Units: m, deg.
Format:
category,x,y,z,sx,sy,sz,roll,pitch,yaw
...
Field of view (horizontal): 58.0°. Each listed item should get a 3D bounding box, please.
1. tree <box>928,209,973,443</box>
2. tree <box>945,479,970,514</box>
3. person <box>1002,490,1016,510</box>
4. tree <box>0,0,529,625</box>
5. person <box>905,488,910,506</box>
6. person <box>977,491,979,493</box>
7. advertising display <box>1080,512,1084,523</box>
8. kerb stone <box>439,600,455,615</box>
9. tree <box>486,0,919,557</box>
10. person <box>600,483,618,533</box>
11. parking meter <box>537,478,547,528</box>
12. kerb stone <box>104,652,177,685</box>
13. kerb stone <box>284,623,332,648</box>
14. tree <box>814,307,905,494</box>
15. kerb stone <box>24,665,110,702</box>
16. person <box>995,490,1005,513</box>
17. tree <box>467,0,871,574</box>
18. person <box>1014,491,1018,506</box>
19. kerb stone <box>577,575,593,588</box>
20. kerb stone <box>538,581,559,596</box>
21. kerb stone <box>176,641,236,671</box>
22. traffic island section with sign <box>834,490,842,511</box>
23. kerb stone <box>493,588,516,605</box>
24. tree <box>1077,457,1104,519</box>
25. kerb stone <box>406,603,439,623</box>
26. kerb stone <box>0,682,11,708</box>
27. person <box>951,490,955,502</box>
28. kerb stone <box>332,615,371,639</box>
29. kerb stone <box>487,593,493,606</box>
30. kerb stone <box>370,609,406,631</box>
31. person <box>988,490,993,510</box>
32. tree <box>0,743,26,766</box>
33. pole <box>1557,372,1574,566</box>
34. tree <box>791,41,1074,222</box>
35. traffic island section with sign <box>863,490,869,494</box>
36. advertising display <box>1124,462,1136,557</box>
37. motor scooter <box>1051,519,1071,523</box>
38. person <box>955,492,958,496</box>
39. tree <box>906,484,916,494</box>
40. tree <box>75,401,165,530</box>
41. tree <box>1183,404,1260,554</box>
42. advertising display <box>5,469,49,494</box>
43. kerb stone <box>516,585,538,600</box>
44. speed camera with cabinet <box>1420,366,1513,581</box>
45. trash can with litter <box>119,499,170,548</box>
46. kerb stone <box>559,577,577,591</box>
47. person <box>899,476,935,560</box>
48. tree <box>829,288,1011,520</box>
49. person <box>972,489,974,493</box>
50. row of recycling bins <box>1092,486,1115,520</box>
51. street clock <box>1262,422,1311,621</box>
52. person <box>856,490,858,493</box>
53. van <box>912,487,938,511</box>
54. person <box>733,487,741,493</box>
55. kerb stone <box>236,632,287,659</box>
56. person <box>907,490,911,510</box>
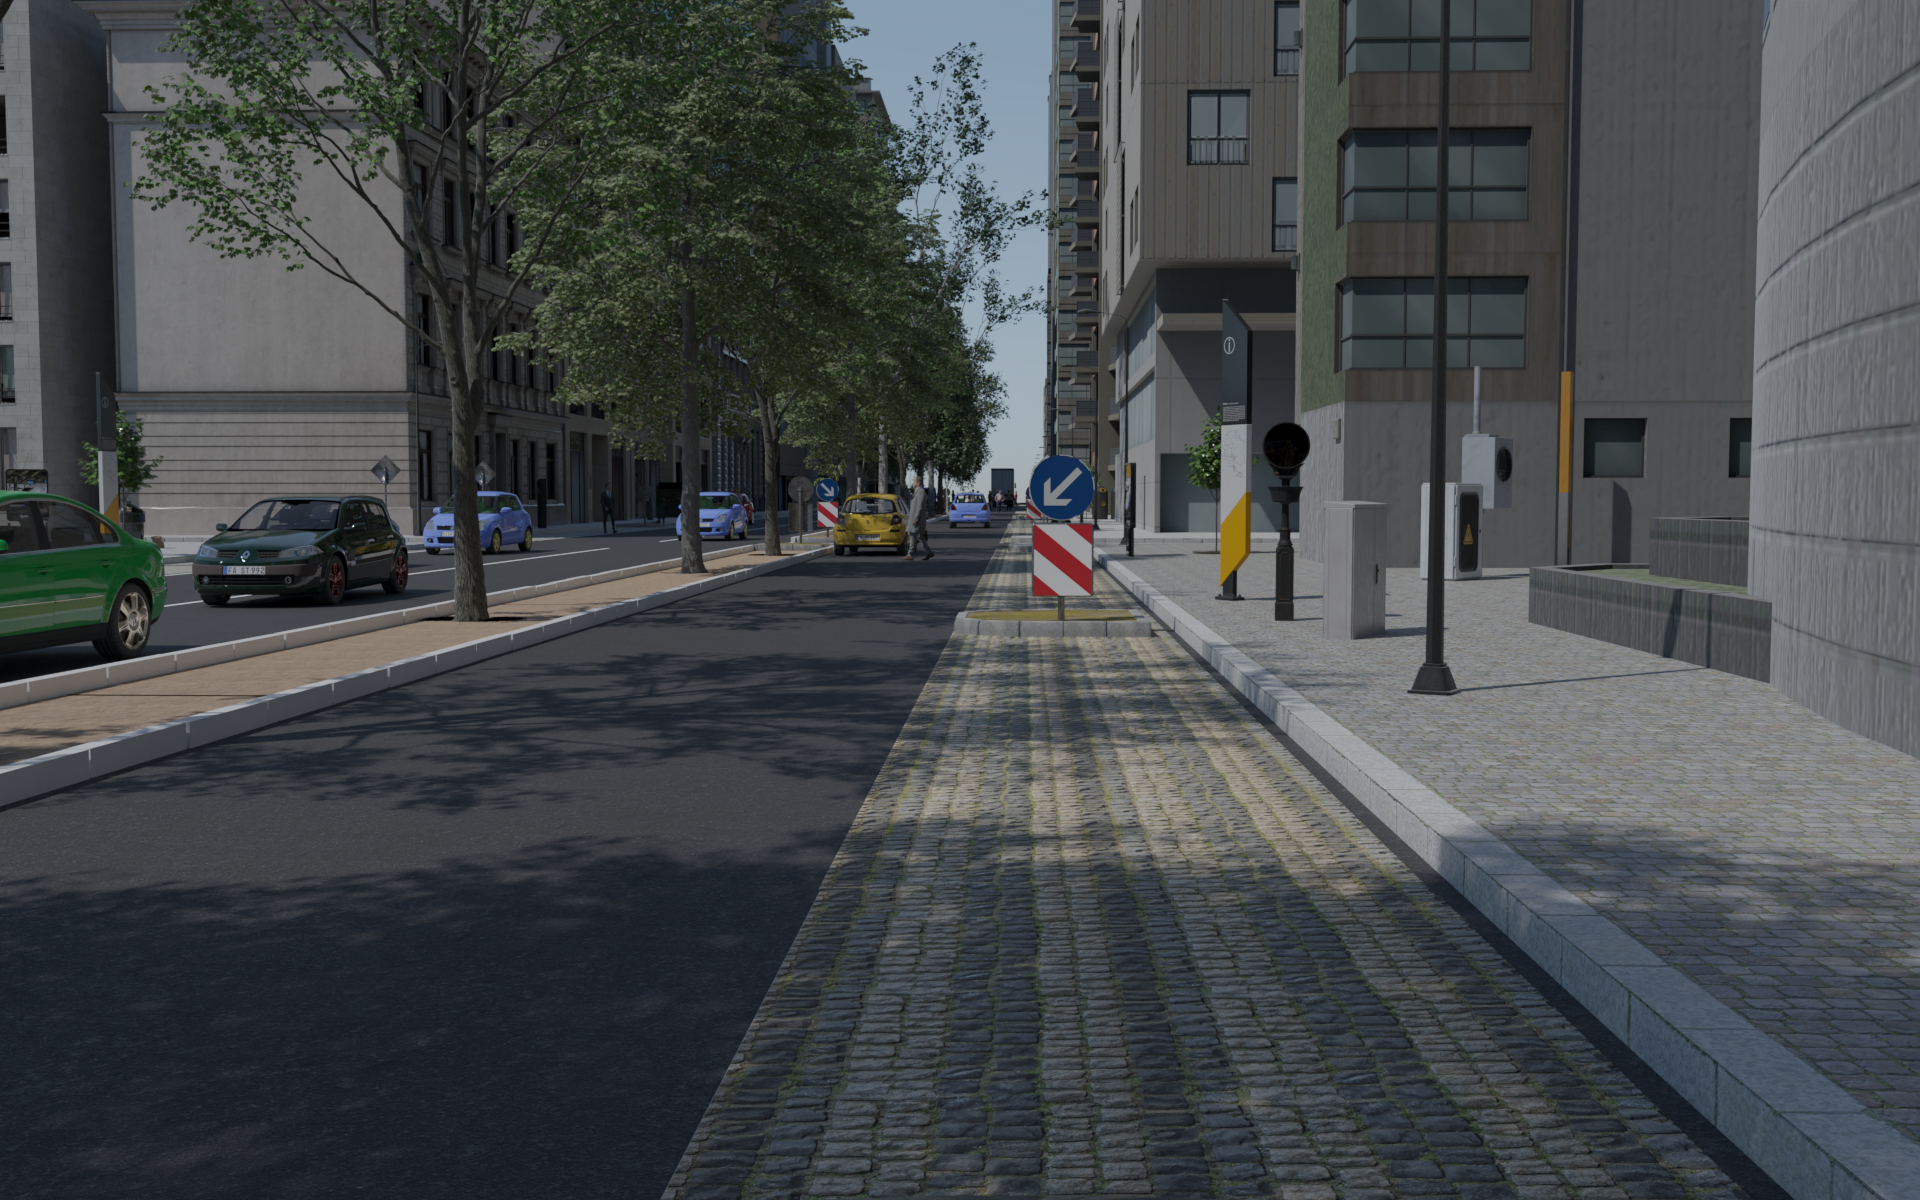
category,x,y,z,sx,sy,sz,roll,pitch,yaw
tree,-3.462,-8.289,56.106,7.486,12.596,7.792,0,3,0
tree,-0.906,-10.558,125.437,4.360,8.622,3.978,0,3,0
person,4.334,-8.925,154.521,1.348,1.812,0.705,-1,4,-15
tree,-5.599,-5.568,19.248,9.928,11.665,9.643,0,3,0
person,-3.353,-5.930,105.572,0.709,1.813,0.853,1,4,12
person,1.437,-8.477,147.815,0.721,1.735,1.217,1,4,15
advertising display,4.441,-3.547,63.215,0.123,1.923,0.974,0,3,0
kerb stone,-6.092,0.102,20.526,0.120,0.150,1.000,0,4,2
tree,-4.419,-6.821,39.740,9.928,11.665,9.643,0,3,0
person,-12.792,-3.361,63.229,0.659,1.850,0.755,-3,4,-38
parking meter,-15.635,-3.612,64.762,0.255,1.863,0.399,-2,4,-31
kerb stone,-6.368,0.540,13.373,0.120,0.150,1.000,0,4,2
kerb stone,-6.241,0.352,16.438,0.120,0.150,1.000,0,4,2
tree,-3.683,-6.705,62.439,4.737,8.622,4.395,0,3,0
kerb stone,-6.403,0.603,12.340,0.120,0.150,1.000,0,4,2
person,3.029,-7.487,131.857,0.756,1.711,0.436,0,3,0
tree,-4.720,-6.713,30.334,7.486,12.596,7.792,0,3,0
person,6.979,-12.731,216.590,0.705,1.831,1.348,-1,4,-18
kerb stone,-5.870,-0.274,26.671,0.120,0.150,1.000,0,4,2
kerb stone,-5.938,-0.134,24.622,0.120,0.150,1.000,0,4,2
kerb stone,-6.324,0.479,14.395,0.120,0.150,1.000,0,4,2
traffic island section with sign,-10.716,-8.763,151.905,1.989,1.847,2.006,0,4,2
kerb stone,-6.023,-0.023,22.576,0.120,0.150,1.000,0,4,2
tree,6.446,-5.812,89.622,1.663,3.219,1.824,0,3,0
kerb stone,-6.128,0.168,19.502,0.120,0.150,1.000,0,4,2
kerb stone,-6.437,0.666,11.313,0.120,0.150,1.000,0,4,2
person,-0.641,-9.706,167.125,0.705,1.831,1.348,1,4,9
kerb stone,-6.209,0.290,17.459,0.120,0.150,1.000,0,4,2
kerb stone,-6.053,0.040,21.547,0.120,0.150,1.000,0,4,2
kerb stone,-6.178,0.227,18.481,0.120,0.150,1.000,0,4,2
person,2.723,-8.902,154.592,0.434,1.755,0.990,2,4,24
tree,-5.729,-4.933,8.865,9.928,11.665,9.643,0,3,0
pole,10.134,-2.149,28.983,0.158,3.312,0.155,0,3,0
tree,-2.057,-13.053,71.755,12.611,20.169,13.585,0,3,0
traffic island section with sign,-9.691,-10.445,179.399,1.989,1.847,2.006,0,4,2
advertising display,3.518,-1.870,35.786,0.123,1.923,0.974,0,4,-2
motor scooter,2.035,-1.350,34.855,0.815,1.314,1.986,0,4,3
person,-0.380,-16.753,283.192,1.217,1.735,0.721,0,4,2
tree,-8.891,-17.922,287.624,1.663,3.219,1.824,0,3,0
tree,-17.231,-2.526,35.897,1.663,3.219,1.824,0,3,0
tree,5.658,-2.610,37.279,1.663,3.219,1.824,0,3,0
advertising display,-23.979,-2.405,44.543,0.974,1.923,0.123,-2,4,-29
kerb stone,-5.980,-0.086,23.597,0.120,0.150,1.000,0,4,2
speed camera with cabinet,7.709,-1.952,26.258,0.660,3.252,2.038,3,5,41
trash can with litter,-19.238,-1.801,40.838,1.055,1.170,0.624,-2,4,-27
kerb stone,-5.899,-0.206,25.650,0.120,0.150,1.000,0,4,2
person,-0.932,-1.764,37.437,0.767,1.812,0.694,0,4,-1
tree,-2.123,-10.626,93.199,9.611,12.733,9.660,0,3,0
person,1.031,-7.836,136.621,1.348,1.824,0.705,0,4,1
row of recycling bins,8.370,-4.887,87.012,3.534,1.692,1.069,1,4,13
street clock,3.290,-0.792,17.519,0.471,2.002,0.358,0,4,8
person,-7.641,-7.361,129.558,1.217,1.736,0.721,0,4,-7
van,-2.847,-8.755,147.526,2.240,2.365,5.245,0,4,2
person,-12.648,-5.478,98.042,0.580,1.828,0.573,1,4,17
kerb stone,-6.289,0.419,15.417,0.120,0.150,1.000,0,4,2
person,-3.952,-7.421,130.504,0.551,1.740,0.621,1,4,16
